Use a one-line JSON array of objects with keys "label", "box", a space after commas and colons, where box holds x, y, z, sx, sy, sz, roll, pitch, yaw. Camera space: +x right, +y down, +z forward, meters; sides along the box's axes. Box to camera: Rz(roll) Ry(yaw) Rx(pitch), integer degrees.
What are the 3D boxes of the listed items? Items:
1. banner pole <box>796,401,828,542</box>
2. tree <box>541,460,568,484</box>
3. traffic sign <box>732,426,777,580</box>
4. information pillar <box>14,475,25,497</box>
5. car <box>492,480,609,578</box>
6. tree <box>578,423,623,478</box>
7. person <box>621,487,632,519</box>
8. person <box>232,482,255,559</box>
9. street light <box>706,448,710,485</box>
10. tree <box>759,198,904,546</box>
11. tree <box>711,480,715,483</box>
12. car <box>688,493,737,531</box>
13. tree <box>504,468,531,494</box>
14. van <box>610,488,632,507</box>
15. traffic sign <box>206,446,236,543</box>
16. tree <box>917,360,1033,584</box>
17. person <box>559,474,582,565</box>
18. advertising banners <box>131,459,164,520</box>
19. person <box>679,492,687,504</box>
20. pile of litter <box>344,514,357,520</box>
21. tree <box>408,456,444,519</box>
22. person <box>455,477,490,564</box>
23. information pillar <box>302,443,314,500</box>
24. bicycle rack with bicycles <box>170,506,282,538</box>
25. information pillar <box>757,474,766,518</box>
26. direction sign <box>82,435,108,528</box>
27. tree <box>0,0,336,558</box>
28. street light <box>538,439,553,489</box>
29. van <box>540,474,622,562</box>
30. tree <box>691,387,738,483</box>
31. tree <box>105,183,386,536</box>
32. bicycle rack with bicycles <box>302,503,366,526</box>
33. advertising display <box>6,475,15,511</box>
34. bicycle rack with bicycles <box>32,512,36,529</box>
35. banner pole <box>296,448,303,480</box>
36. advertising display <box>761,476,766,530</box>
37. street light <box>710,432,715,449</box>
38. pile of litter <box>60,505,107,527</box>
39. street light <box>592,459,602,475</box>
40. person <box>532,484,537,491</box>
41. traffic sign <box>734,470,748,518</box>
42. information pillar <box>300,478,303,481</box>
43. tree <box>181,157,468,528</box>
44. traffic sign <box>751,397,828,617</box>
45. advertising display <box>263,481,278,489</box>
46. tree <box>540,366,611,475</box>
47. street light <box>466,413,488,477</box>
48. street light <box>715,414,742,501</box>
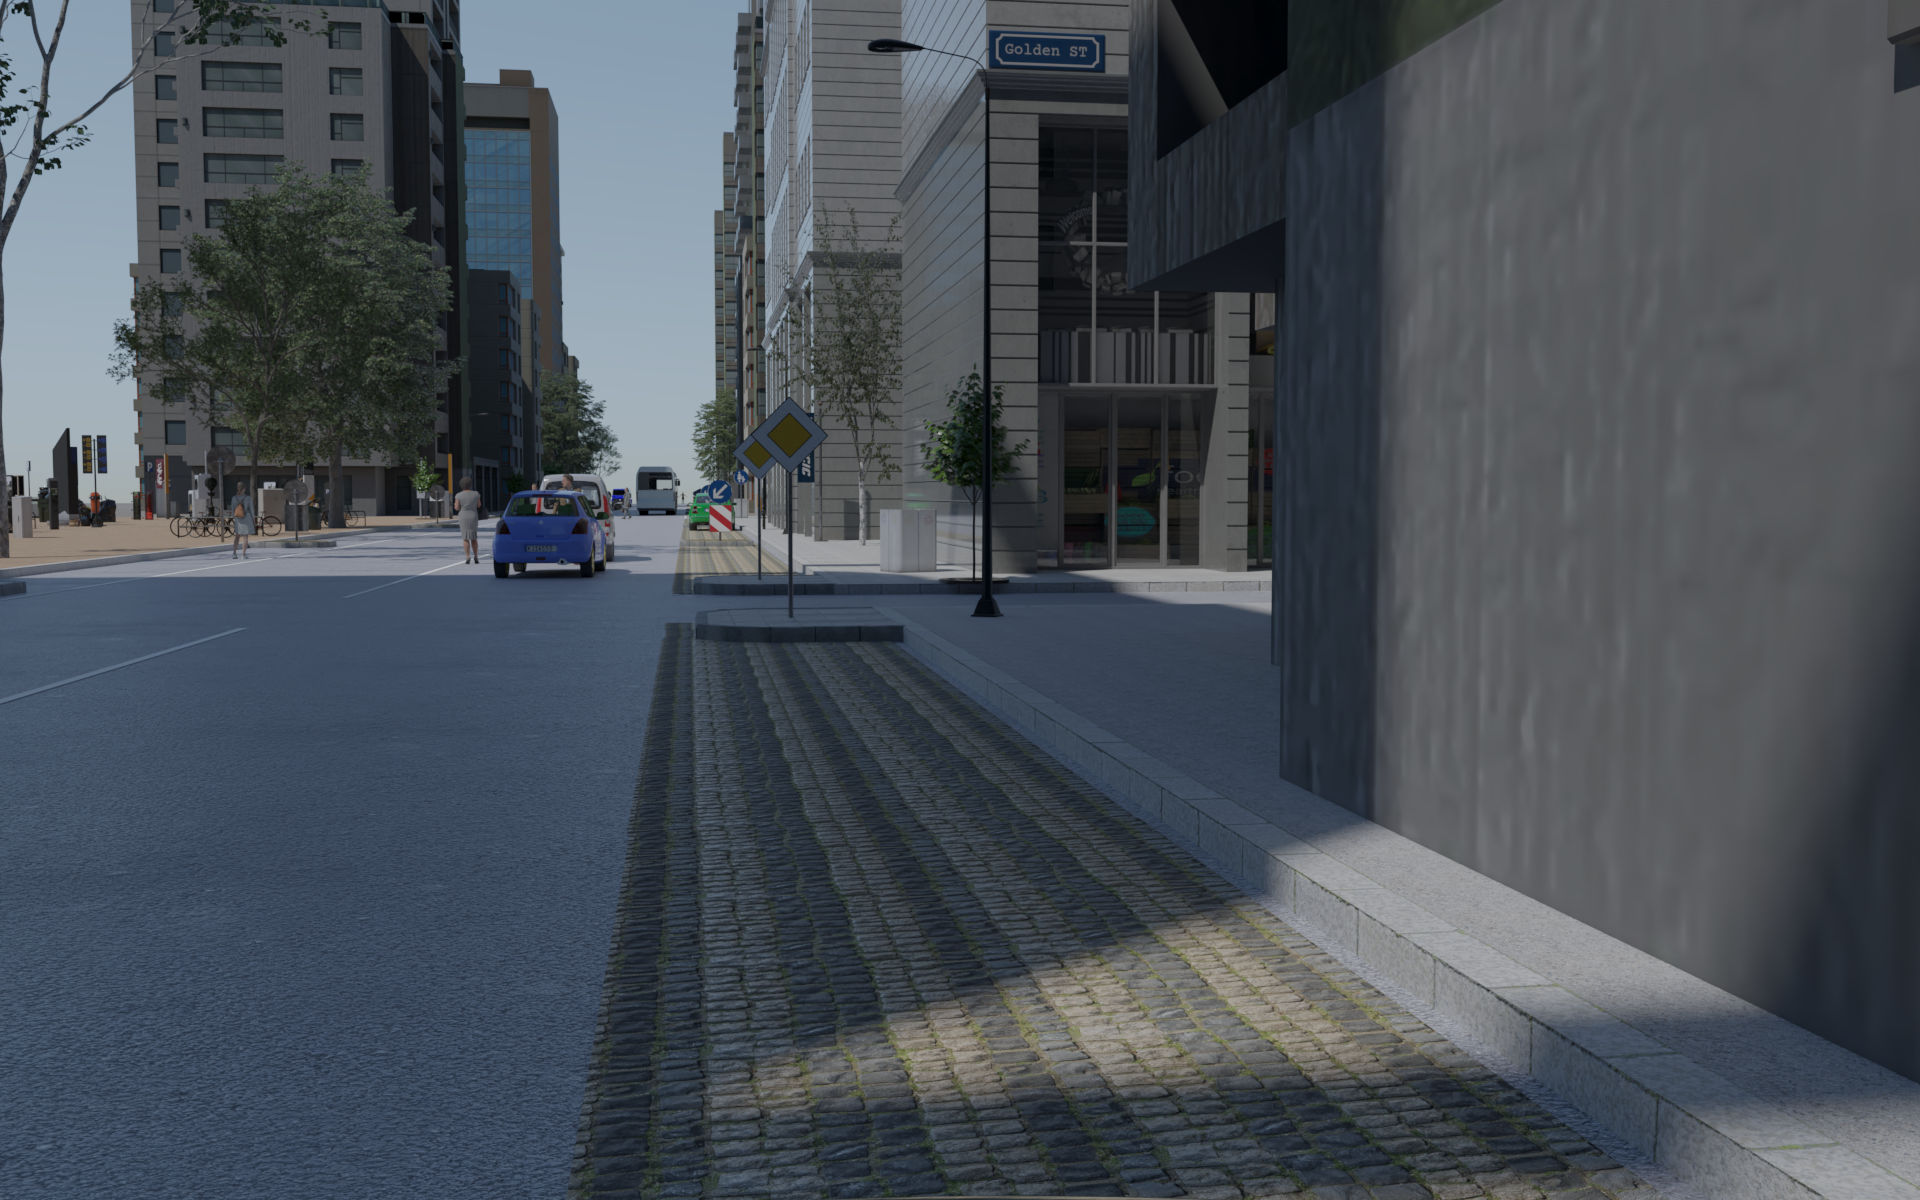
[{"label": "banner pole", "box": [-3.996, -3.472, 46.784, 0.863, 3.779, 0.401, 0, 4, -4]}, {"label": "tree", "box": [-38.832, -11.116, 165.464, 4.285, 4.588, 4.351, 0, 3, 0]}, {"label": "traffic sign", "box": [-2.999, -1.358, 25.848, 0.795, 2.450, 0.064, -1, 4, -9]}, {"label": "information pillar", "box": [-36.749, -3.861, 67.617, 0.304, 2.012, 0.304, 1, 4, 18]}, {"label": "car", "box": [-7.287, -1.308, 30.970, 1.945, 1.707, 3.694, 0, 4, -7]}, {"label": "tree", "box": [-53.633, -20.186, 255.797, 9.928, 11.665, 9.643, 0, 3, 0]}, {"label": "person", "box": [-19.142, -5.546, 99.279, 0.767, 1.812, 0.694, -2, 4, -33]}, {"label": "person", "box": [-15.792, -1.749, 38.105, 0.512, 1.701, 0.522, -1, 4, -9]}, {"label": "street light", "box": [-24.942, -12.385, 175.030, 1.470, 5.913, 1.316, -1, 4, -9]}, {"label": "tree", "box": [-2.562, -5.645, 42.655, 4.360, 8.622, 3.978, 0, 3, 0]}, {"label": "tree", "box": [-30.963, -13.626, 217.390, 1.663, 3.219, 1.824, 0, 3, 0]}, {"label": "car", "box": [-9.801, -3.655, 68.554, 1.959, 1.807, 4.718, 0, 4, -8]}, {"label": "tree", "box": [-33.016, -8.297, 130.263, 1.663, 3.219, 1.824, 0, 3, 0]}, {"label": "van", "box": [-36.188, -11.061, 185.225, 2.240, 2.365, 5.245, 0, 4, -7]}, {"label": "traffic sign", "box": [-19.534, -2.795, 45.808, 0.768, 2.556, 0.104, 0, 4, -4]}, {"label": "tree", "box": [0.317, -1.867, 25.126, 1.663, 3.219, 1.824, 0, 3, 0]}, {"label": "person", "box": [-7.994, -1.642, 35.251, 0.656, 1.842, 0.836, -2, 4, -32]}, {"label": "advertising banners", "box": [-40.164, -5.474, 85.681, 2.074, 3.025, 0.090, 1, 4, 18]}, {"label": "person", "box": [-38.265, -14.076, 239.353, 1.217, 1.735, 0.721, 0, 4, 8]}, {"label": "pile of litter", "box": [-30.500, -4.354, 85.160, 1.719, 0.858, 1.176, -1, 4, -22]}, {"label": "tree", "box": [-27.087, -5.698, 87.769, 1.663, 3.219, 1.824, 0, 3, 0]}, {"label": "person", "box": [-10.018, -1.631, 35.520, 0.716, 1.782, 0.532, -2, 4, -30]}, {"label": "information pillar", "box": [-28.746, -5.201, 76.397, 0.183, 3.616, 0.504, 3, 5, 40]}, {"label": "bicycle rack with bicycles", "box": [-22.036, -2.326, 51.415, 2.925, 0.926, 2.852, 0, 4, 1]}, {"label": "information pillar", "box": [-10.447, -6.107, 91.207, 0.504, 3.616, 0.183, 0, 4, 4]}, {"label": "direction sign", "box": [-33.158, -4.552, 66.420, 0.876, 3.537, 0.379, -1, 4, -10]}, {"label": "tree", "box": [-19.476, -10.988, 35.535, 12.611, 20.169, 13.585, 0, 3, 0]}, {"label": "street light", "box": [-34.787, -10.568, 145.328, 1.470, 5.913, 1.316, -1, 4, -9]}, {"label": "van", "box": [-8.433, -1.895, 37.992, 2.013, 2.044, 4.112, -1, 4, -11]}, {"label": "tree", "box": [-24.979, -16.229, 183.473, 7.486, 12.596, 7.792, 0, 3, 0]}, {"label": "tree", "box": [-21.798, -7.247, 52.905, 8.767, 10.594, 7.601, -1, 4, -13]}, {"label": "bicycle rack with bicycles", "box": [-25.281, -3.410, 69.136, 2.852, 0.926, 2.925, 2, 4, 24]}, {"label": "advertising display", "box": [-32.223, -3.242, 58.225, 0.974, 1.923, 0.123, 1, 4, 10]}, {"label": "bicycle rack with bicycles", "box": [-35.186, -3.077, 63.693, 2.852, 0.926, 2.925, 1, 4, 9]}, {"label": "banner pole", "box": [-33.764, -6.029, 88.591, 0.401, 3.779, 0.863, 0, 4, 7]}, {"label": "advertising display", "box": [-7.150, -3.540, 63.089, 0.123, 1.923, 0.974, -1, 4, -10]}, {"label": "street light", "box": [-17.758, -9.597, 129.451, 1.470, 5.913, 1.316, -1, 4, -9]}, {"label": "pile of litter", "box": [-34.744, -3.341, 68.587, 1.719, 0.858, 1.176, -2, 4, -26]}, {"label": "street light", "box": [-47.677, -15.590, 227.429, 1.470, 5.913, 1.316, -1, 4, -9]}, {"label": "person", "box": [-15.499, -3.340, 63.201, 0.635, 1.810, 0.391, 2, 4, 32]}, {"label": "traffic sign", "box": [-11.498, -5.565, 91.088, 0.768, 2.556, 0.104, 0, 4, -1]}, {"label": "information pillar", "box": [-30.731, -4.691, 81.183, 0.304, 2.012, 0.304, -1, 4, -13]}, {"label": "tree", "box": [-23.474, -9.656, 64.530, 9.857, 13.997, 8.962, 0, 3, 0]}, {"label": "traffic sign", "box": [-1.764, -0.876, 17.959, 0.795, 2.450, 0.064, -1, 4, -9]}, {"label": "advertising display", "box": [-35.187, -5.090, 88.438, 0.974, 1.923, 0.123, 2, 4, 30]}, {"label": "tree", "box": [-39.975, -16.277, 172.777, 9.857, 13.997, 8.962, 0, 3, 0]}, {"label": "street light", "box": [-27.791, -7.768, 99.553, 1.470, 5.913, 1.316, -1, 4, -9]}, {"label": "street light", "box": [-13.238, -7.812, 100.274, 1.470, 5.913, 1.316, -1, 4, -9]}]
